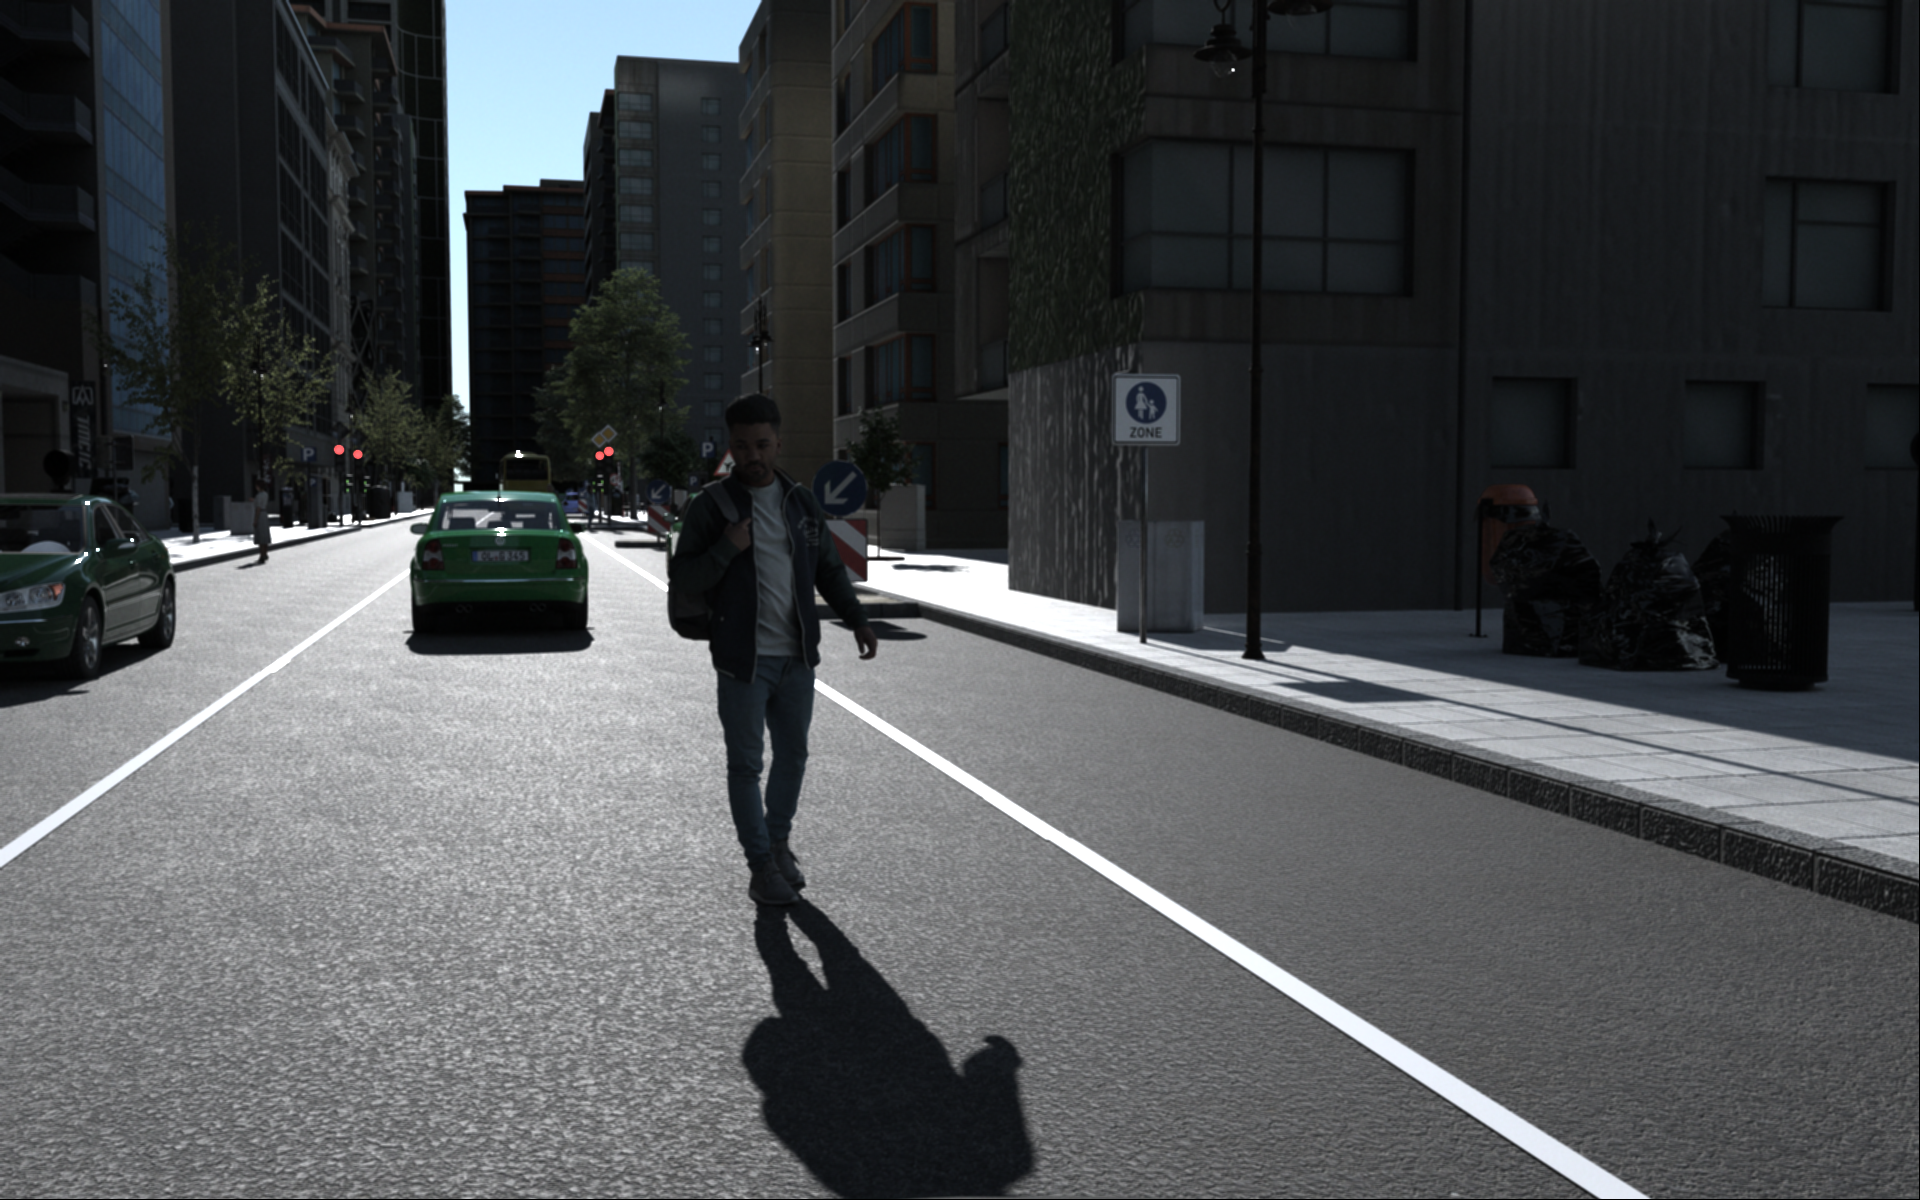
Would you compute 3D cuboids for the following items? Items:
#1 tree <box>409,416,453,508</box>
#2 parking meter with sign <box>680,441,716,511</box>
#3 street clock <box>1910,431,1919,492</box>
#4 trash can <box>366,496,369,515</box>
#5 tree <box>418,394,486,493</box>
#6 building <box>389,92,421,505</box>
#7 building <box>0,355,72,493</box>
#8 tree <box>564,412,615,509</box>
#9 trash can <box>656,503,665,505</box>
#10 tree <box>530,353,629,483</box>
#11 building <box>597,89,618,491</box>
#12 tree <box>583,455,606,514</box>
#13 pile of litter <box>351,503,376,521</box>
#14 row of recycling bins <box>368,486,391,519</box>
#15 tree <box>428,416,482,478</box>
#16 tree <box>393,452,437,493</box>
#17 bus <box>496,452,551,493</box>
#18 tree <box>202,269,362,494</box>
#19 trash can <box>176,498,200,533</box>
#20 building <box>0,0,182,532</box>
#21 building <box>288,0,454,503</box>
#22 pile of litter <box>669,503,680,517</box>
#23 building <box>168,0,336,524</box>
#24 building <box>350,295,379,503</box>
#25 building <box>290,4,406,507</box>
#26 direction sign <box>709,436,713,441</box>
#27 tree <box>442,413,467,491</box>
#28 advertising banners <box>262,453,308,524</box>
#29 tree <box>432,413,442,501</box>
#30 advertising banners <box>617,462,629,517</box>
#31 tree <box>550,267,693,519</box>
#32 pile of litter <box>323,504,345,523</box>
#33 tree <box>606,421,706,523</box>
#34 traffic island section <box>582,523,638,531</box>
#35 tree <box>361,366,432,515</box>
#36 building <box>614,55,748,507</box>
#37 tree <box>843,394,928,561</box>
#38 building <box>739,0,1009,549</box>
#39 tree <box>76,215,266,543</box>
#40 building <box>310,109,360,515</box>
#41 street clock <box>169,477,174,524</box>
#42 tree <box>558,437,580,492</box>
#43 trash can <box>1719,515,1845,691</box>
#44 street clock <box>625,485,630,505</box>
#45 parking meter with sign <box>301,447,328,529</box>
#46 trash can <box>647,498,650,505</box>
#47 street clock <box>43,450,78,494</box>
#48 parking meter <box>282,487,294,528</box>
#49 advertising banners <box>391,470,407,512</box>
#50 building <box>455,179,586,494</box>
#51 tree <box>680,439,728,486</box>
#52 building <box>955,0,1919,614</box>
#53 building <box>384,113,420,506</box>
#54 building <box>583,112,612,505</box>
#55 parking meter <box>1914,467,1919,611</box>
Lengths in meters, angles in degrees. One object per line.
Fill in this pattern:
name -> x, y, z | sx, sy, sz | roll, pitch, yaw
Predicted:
tree -> -49.241, -12.933, 161.814 | 4.737, 8.622, 4.395 | 0, 3, 0
parking meter with sign -> -8.589, -3.693, 56.635 | 0.543, 3.016, 1.738 | 1, 4, 18
street clock -> 10.302, -0.840, 18.302 | 0.471, 2.002, 0.358 | 1, 4, 18
trash can -> -37.249, -5.927, 108.555 | 0.748, 1.137, 0.748 | 0, 3, 0
tree -> -57.581, -16.981, 195.762 | 7.486, 12.596, 7.792 | 0, 3, 0
building -> -74.920, -35.417, 202.771 | 21.600, 48.544, 21.300 | -1, 4, -14
building -> -26.772, -35.955, 26.123 | 20.563, 71.187, 20.611 | -1, 4, -14
tree -> -35.987, -13.076, 164.152 | 4.737, 8.622, 4.395 | 0, 3, 0
trash can -> -20.987, -6.708, 121.321 | 0.748, 1.137, 0.748 | 0, 3, 0
tree -> -33.192, -15.093, 153.429 | 9.857, 13.997, 8.962 | 0, 3, 0
building -> -27.703, -32.645, 188.378 | 22.147, 44.769, 28.867 | -1, 4, -14
tree -> -22.705, -7.841, 111.920 | 4.285, 4.588, 4.351 | 0, 3, 0
pile of litter -> -28.387, -4.184, 82.366 | 1.176, 0.858, 1.719 | -1, 4, -16
row of recycling bins -> -30.333, -5.097, 90.442 | 1.069, 1.692, 3.534 | -1, 4, -14
tree -> -60.683, -16.677, 207.082 | 7.601, 10.594, 8.767 | 0, 4, -5
tree -> -42.983, -9.357, 136.702 | 4.285, 4.588, 4.351 | 0, 3, 0
bus -> -25.451, -6.691, 100.951 | 2.896, 3.916, 12.252 | -1, 4, -16
tree -> -23.072, -6.546, 57.383 | 4.360, 8.622, 3.978 | 0, 3, 0
trash can -> -25.659, -2.810, 57.603 | 0.748, 1.137, 0.748 | 0, 3, 0
building -> -33.371, -24.649, 53.122 | 14.200, 45.320, 14.600 | -1, 4, -14
building -> -80.677, -48.823, 236.500 | 20.611, 71.187, 20.563 | -1, 4, -14
pile of litter -> -15.904, -5.033, 96.260 | 1.719, 0.858, 1.176 | 1, 4, 9
building -> -39.639, -17.852, 85.390 | 14.314, 27.812, 24.014 | -1, 4, -14
building -> -52.044, -15.943, 128.114 | 16.820, 18.784, 16.811 | -1, 4, -14
building -> -62.869, -30.768, 157.682 | 22.147, 44.769, 28.867 | -1, 4, -14
direction sign -> -9.761, -4.653, 68.068 | 0.379, 3.537, 0.876 | -1, 4, -15
tree -> -46.523, -12.487, 154.530 | 4.360, 8.622, 3.978 | 0, 3, 0
advertising banners -> -29.148, -4.814, 74.893 | 2.074, 3.025, 0.090 | -1, 4, -20
tree -> -34.629, -9.535, 106.264 | 4.360, 8.622, 3.978 | 0, 3, 0
advertising banners -> -18.667, -6.101, 95.933 | 0.090, 3.025, 2.074 | 0, 4, 6
tree -> -16.810, -10.326, 86.962 | 7.486, 12.596, 7.792 | 0, 3, 0
pile of litter -> -28.412, -3.877, 77.348 | 1.719, 0.858, 1.176 | 0, 4, -1
tree -> -13.022, -5.788, 78.348 | 4.285, 4.588, 4.351 | 0, 3, 0
traffic island section -> -14.017, -2.879, 69.357 | 2.009, 0.180, 2.903 | -1, 4, -14
tree -> -32.562, -9.016, 97.778 | 4.360, 8.622, 3.978 | 0, 3, 0
building -> -26.005, -29.554, 166.798 | 14.154, 41.232, 14.086 | -1, 4, -14
tree -> -1.455, -2.392, 33.713 | 1.663, 3.219, 1.824 | 0, 3, 0
building -> 8.423, -12.947, 56.731 | 27.650, 21.520, 28.899 | -1, 4, -14
tree -> -20.253, -5.798, 45.160 | 4.737, 8.622, 4.395 | 0, 3, 0
building -> -45.649, -19.630, 108.338 | 14.401, 28.519, 23.554 | -1, 4, -14
street clock -> -33.673, -4.235, 73.809 | 0.358, 2.002, 0.471 | -3, 5, -41
tree -> -41.442, -14.354, 185.041 | 4.360, 8.622, 3.978 | 0, 3, 0
trash can -> 5.414, 0.012, 11.452 | 0.748, 1.137, 0.748 | 0, 3, 0
street clock -> -25.874, -7.960, 134.709 | 0.471, 2.002, 0.358 | 3, 4, 38
parking meter with sign -> -24.140, -4.196, 64.865 | 0.543, 3.016, 1.738 | 0, 4, -6
trash can -> -25.739, -8.111, 144.260 | 0.748, 1.137, 0.748 | 0, 3, 0
street clock -> -14.797, -1.466, 28.538 | 0.471, 2.002, 0.358 | 0, 4, 7
parking meter -> -25.519, -3.508, 65.760 | 0.372, 1.533, 0.369 | 0, 3, 0
advertising banners -> -41.304, -7.950, 126.177 | 2.074, 3.025, 0.090 | 0, 4, -1
building -> -56.175, -36.036, 243.813 | 28.867, 44.769, 22.147 | -1, 4, -14
tree -> -8.580, -4.007, 60.117 | 1.663, 3.219, 1.824 | 0, 3, 0
building -> 7.034, -20.906, 25.404 | 14.154, 41.232, 14.086 | -1, 4, -14
building -> -64.101, -30.336, 179.595 | 14.154, 41.232, 14.086 | -1, 4, -14
building -> -34.678, -36.011, 212.480 | 21.300, 48.544, 21.600 | -1, 4, -14
parking meter -> 10.645, -0.808, 18.918 | 0.399, 1.863, 0.255 | -3, 5, -40
